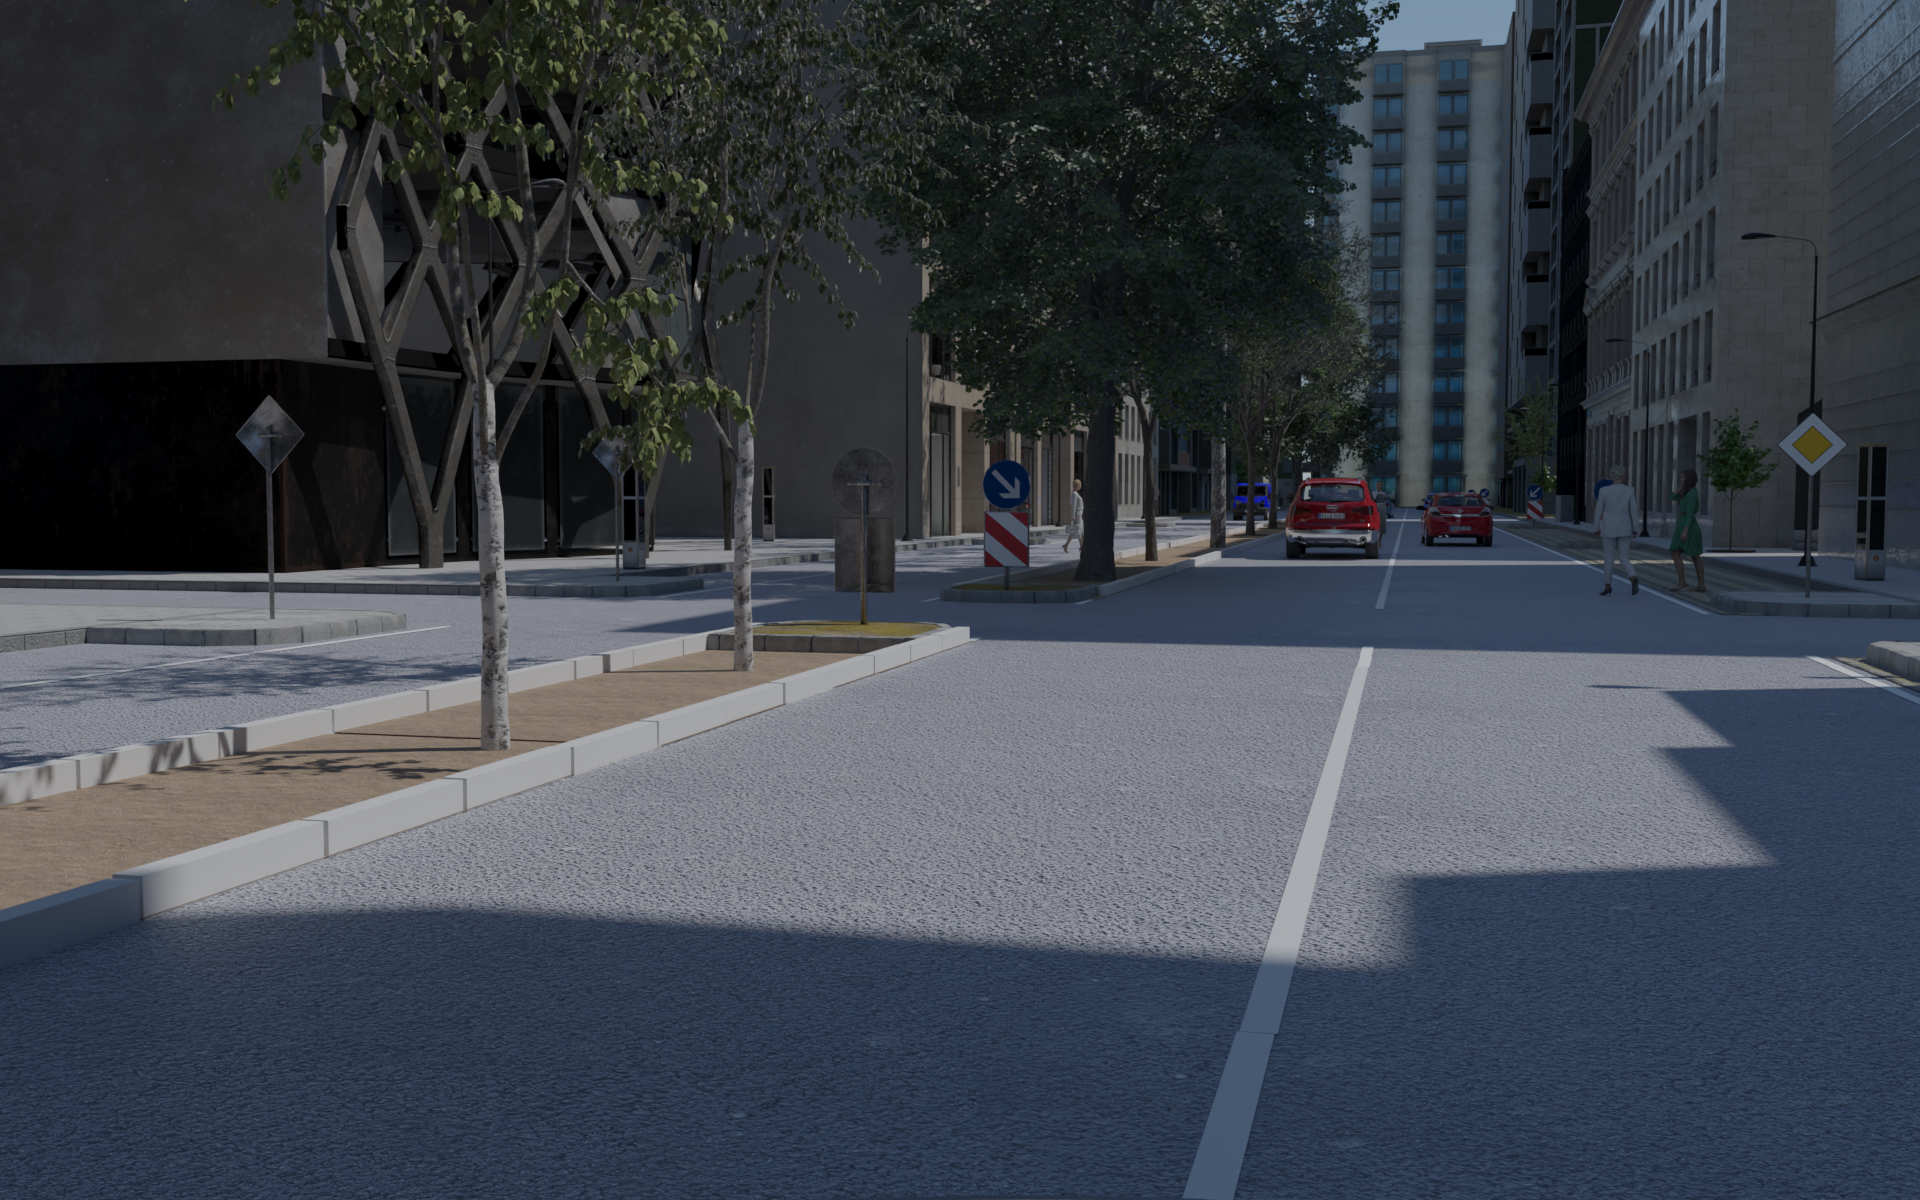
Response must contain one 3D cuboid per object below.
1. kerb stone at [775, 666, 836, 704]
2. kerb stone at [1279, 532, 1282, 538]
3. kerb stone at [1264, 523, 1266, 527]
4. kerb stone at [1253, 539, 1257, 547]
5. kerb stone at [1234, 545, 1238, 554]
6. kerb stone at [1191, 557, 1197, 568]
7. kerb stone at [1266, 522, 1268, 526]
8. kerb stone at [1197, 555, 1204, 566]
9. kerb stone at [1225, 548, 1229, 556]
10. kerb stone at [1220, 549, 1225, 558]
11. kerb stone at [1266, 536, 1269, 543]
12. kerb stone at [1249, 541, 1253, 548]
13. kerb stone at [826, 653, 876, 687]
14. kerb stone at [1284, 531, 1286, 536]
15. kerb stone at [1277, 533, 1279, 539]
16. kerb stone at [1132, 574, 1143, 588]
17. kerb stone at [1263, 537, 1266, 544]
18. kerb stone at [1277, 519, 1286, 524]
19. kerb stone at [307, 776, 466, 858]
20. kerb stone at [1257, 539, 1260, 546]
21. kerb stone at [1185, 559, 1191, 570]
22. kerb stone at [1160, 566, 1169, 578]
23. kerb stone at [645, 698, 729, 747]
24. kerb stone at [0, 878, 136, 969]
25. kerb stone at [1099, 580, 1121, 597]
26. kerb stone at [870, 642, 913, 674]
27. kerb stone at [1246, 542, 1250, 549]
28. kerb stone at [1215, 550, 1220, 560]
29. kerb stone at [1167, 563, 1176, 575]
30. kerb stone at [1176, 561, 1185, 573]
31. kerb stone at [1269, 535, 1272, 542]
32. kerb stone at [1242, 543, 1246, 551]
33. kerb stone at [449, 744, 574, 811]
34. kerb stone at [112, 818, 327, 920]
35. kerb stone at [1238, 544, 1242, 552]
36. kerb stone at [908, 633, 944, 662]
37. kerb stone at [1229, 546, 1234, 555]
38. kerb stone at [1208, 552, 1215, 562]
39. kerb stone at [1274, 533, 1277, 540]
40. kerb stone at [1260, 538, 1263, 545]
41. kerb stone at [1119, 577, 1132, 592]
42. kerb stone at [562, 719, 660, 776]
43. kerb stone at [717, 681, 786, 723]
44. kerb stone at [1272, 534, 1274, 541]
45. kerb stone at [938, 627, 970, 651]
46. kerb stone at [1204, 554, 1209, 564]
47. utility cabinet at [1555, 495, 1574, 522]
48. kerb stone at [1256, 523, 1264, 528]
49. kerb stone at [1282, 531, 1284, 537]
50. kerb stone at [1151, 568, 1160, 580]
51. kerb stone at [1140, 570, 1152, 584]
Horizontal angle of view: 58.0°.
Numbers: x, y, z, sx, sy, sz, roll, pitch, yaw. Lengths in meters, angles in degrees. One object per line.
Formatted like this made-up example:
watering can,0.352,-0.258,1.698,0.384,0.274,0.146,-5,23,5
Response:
kerb stone,-1.118,0.607,12.275,0.120,0.150,1.000,1,4,15
kerb stone,10.126,-2.033,55.463,0.120,0.150,1.000,1,4,15
kerb stone,13.021,-3.222,74.875,0.120,0.150,1.000,1,4,15
kerb stone,7.802,-1.488,46.526,0.120,0.150,1.000,1,4,15
kerb stone,6.512,-1.184,41.564,0.120,0.150,1.000,1,4,15
kerb stone,4.442,-0.696,33.634,0.120,0.150,1.000,1,4,15
kerb stone,13.279,-3.282,75.870,0.120,0.150,1.000,1,4,15
kerb stone,4.700,-0.761,34.633,0.120,0.150,1.000,1,4,15
kerb stone,5.990,-1.064,39.586,0.120,0.150,1.000,1,4,15
kerb stone,5.736,-1.003,38.596,0.120,0.150,1.000,1,4,15
kerb stone,8.840,-1.729,50.495,0.120,0.150,1.000,1,4,15
kerb stone,7.537,-1.426,45.533,0.120,0.150,1.000,1,4,15
kerb stone,-0.868,0.548,13.267,0.120,0.150,1.000,1,4,15
kerb stone,10.645,-2.151,57.447,0.120,0.150,1.000,1,4,15
kerb stone,9.868,-1.973,54.462,0.120,0.150,1.000,1,4,15
kerb stone,2.640,-0.266,26.698,0.120,0.150,1.000,1,4,15
kerb stone,8.581,-1.666,49.506,0.120,0.150,1.000,1,4,15
kerb stone,16.122,-3.951,86.790,0.120,0.150,1.000,1,4,15
kerb stone,-2.418,0.912,7.316,0.120,0.150,1.000,1,4,15
kerb stone,8.059,-1.544,47.519,0.120,0.150,1.000,1,4,15
kerb stone,4.183,-0.639,32.645,0.120,0.150,1.000,1,4,15
kerb stone,3.408,-0.455,29.672,0.120,0.150,1.000,1,4,15
kerb stone,-1.635,0.728,10.293,0.120,0.150,1.000,1,4,15
kerb stone,-2.928,1.039,5.325,0.120,0.150,1.000,1,4,15
kerb stone,2.118,-0.150,24.705,0.120,0.150,1.000,1,4,15
kerb stone,-0.607,0.486,14.255,0.120,0.150,1.000,1,4,15
kerb stone,7.283,-1.362,44.533,0.120,0.150,1.000,1,4,15
kerb stone,5.480,-0.943,37.606,0.120,0.150,1.000,1,4,15
kerb stone,3.662,-0.518,30.668,0.120,0.150,1.000,1,4,15
kerb stone,3.936,-0.576,31.653,0.120,0.150,1.000,1,4,15
kerb stone,9.093,-1.790,51.486,0.120,0.150,1.000,1,4,15
kerb stone,7.031,-1.306,43.542,0.120,0.150,1.000,1,4,15
kerb stone,-2.157,0.849,8.314,0.120,0.150,1.000,1,4,15
kerb stone,-2.677,0.971,6.316,0.120,0.150,1.000,1,4,15
kerb stone,6.767,-1.245,42.554,0.120,0.150,1.000,1,4,15
kerb stone,-0.348,0.427,15.246,0.120,0.150,1.000,1,4,15
kerb stone,6.256,-1.123,40.574,0.120,0.150,1.000,1,4,15
kerb stone,5.218,-0.882,36.611,0.120,0.150,1.000,1,4,15
kerb stone,9.611,-1.913,53.472,0.120,0.150,1.000,1,4,15
kerb stone,8.316,-1.609,48.508,0.120,0.150,1.000,1,4,15
kerb stone,2.377,-0.214,25.702,0.120,0.150,1.000,1,4,15
kerb stone,-1.894,0.792,9.305,0.120,0.150,1.000,1,4,15
kerb stone,-1.386,0.671,11.288,0.120,0.150,1.000,1,4,15
kerb stone,9.353,-1.846,52.475,0.120,0.150,1.000,1,4,15
kerb stone,-0.092,0.365,16.235,0.120,0.150,1.000,1,4,15
kerb stone,4.957,-0.818,35.623,0.120,0.150,1.000,1,4,15
utility cabinet,27.684,-4.165,79.267,1.020,1.237,0.306,-3,4,-37
kerb stone,12.751,-3.160,73.889,0.120,0.150,1.000,1,4,15
kerb stone,10.387,-2.095,56.455,0.120,0.150,1.000,1,4,15
kerb stone,3.143,-0.397,28.685,0.120,0.150,1.000,1,4,15
kerb stone,2.900,-0.336,27.687,0.120,0.150,1.000,1,4,15
